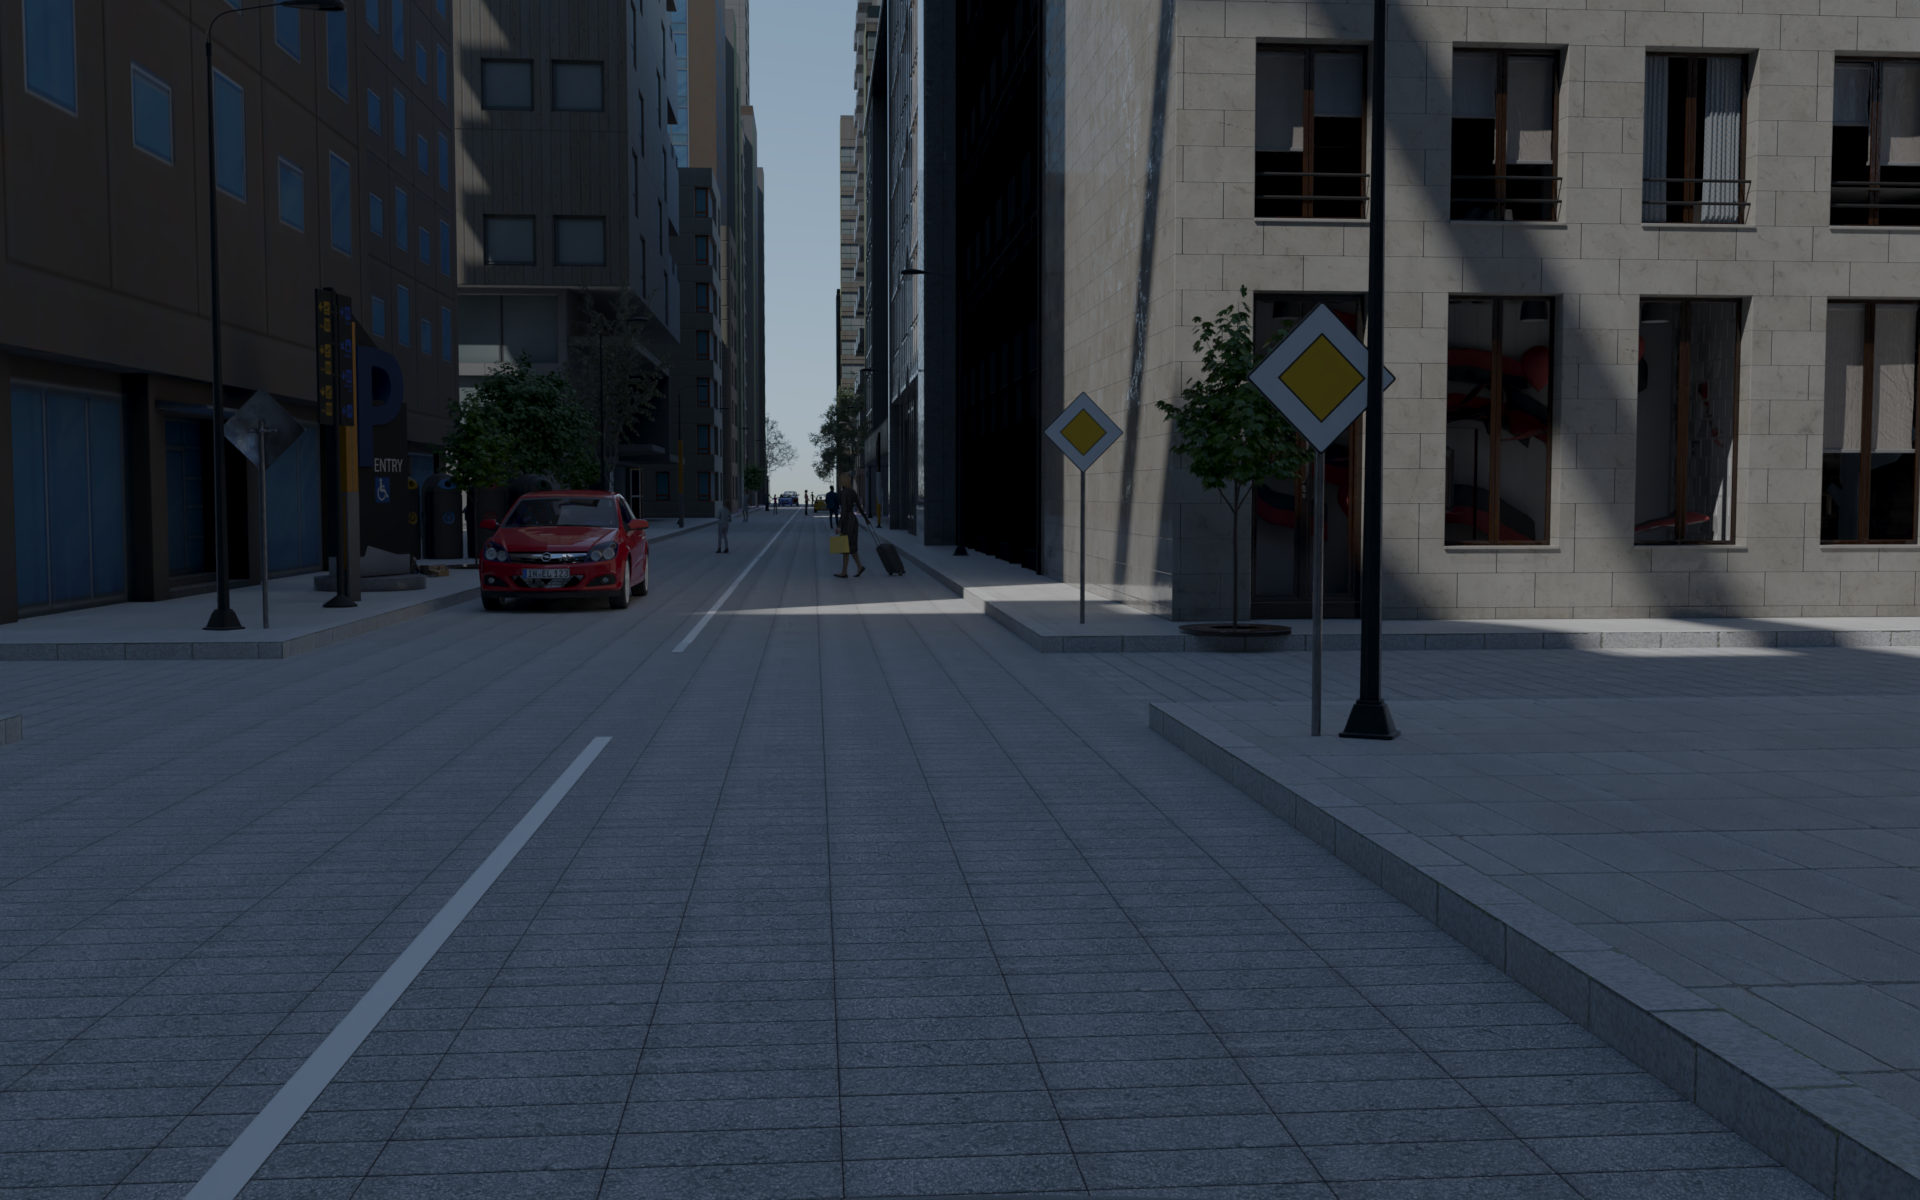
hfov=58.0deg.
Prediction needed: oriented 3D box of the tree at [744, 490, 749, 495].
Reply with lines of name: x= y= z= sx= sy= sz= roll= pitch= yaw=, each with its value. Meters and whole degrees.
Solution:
tree: x=-21.872 y=-10.984 z=174.182 sx=1.663 sy=3.219 sz=1.824 roll=0 pitch=3 yaw=0

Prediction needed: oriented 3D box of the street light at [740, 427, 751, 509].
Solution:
street light: x=-15.376 y=-9.056 z=120.607 sx=1.470 sy=5.913 sz=1.316 roll=0 pitch=4 yaw=-5

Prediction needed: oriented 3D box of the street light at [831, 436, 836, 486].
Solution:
street light: x=-9.478 y=-10.221 z=139.647 sx=1.470 sy=5.913 sz=1.316 roll=0 pitch=4 yaw=-5

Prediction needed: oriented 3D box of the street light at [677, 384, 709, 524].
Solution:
street light: x=-11.311 y=-6.163 z=73.303 sx=1.470 sy=5.913 sz=1.316 roll=0 pitch=4 yaw=-5

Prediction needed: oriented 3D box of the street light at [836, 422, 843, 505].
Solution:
street light: x=-7.083 y=-8.507 z=111.631 sx=1.470 sy=5.913 sz=1.316 roll=0 pitch=4 yaw=-5

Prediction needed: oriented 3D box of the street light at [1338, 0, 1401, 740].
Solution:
street light: x=1.635 y=-2.228 z=8.972 sx=1.470 sy=5.913 sz=1.316 roll=0 pitch=4 yaw=-5

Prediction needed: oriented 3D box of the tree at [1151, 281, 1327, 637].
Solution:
tree: x=2.533 y=-1.296 z=15.795 sx=1.663 sy=3.219 sz=1.824 roll=0 pitch=3 yaw=0

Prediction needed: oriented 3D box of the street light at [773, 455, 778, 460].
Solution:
street light: x=-22.483 y=-14.124 z=203.473 sx=1.470 sy=5.913 sz=1.316 roll=0 pitch=4 yaw=-5

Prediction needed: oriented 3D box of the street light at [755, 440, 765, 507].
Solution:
street light: x=-17.650 y=-10.747 z=148.249 sx=1.470 sy=5.913 sz=1.316 roll=0 pitch=4 yaw=-5

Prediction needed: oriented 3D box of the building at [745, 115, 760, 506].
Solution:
building: x=-28.690 y=-30.433 z=181.169 sx=14.154 sy=41.232 sz=14.086 roll=0 pitch=4 yaw=-5

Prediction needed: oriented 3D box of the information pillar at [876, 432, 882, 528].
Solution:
information pillar: x=-3.086 y=-4.539 z=65.563 sx=0.183 sy=3.616 sz=0.504 roll=-1 pitch=4 yaw=-13

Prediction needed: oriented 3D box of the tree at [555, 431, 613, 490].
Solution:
tree: x=-11.420 y=-3.482 z=51.524 sx=1.663 sy=3.219 sz=1.824 roll=0 pitch=3 yaw=0

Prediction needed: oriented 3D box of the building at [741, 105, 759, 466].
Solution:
building: x=-29.900 y=-33.344 z=195.281 sx=14.600 sy=45.320 sz=14.200 roll=0 pitch=4 yaw=-5

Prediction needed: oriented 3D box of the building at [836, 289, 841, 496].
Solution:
building: x=-10.427 y=-28.878 z=243.850 sx=14.160 sy=30.474 sz=14.107 roll=0 pitch=4 yaw=-5

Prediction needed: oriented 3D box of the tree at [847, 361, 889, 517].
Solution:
tree: x=-4.284 y=-8.871 z=95.399 sx=4.360 sy=8.622 sz=3.978 roll=0 pitch=3 yaw=0

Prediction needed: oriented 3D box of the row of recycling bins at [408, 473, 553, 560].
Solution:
row of recycling bins: x=-9.876 y=-1.674 z=34.476 sx=3.534 sy=1.692 sz=1.069 roll=-2 pitch=4 yaw=-34

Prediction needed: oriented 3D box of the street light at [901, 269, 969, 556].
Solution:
street light: x=-0.523 y=-3.874 z=35.886 sx=1.470 sy=5.913 sz=1.316 roll=0 pitch=4 yaw=-5

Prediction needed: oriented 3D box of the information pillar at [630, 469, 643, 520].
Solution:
information pillar: x=-9.380 y=-2.800 z=50.270 sx=0.304 sy=2.012 sz=0.304 roll=0 pitch=4 yaw=2

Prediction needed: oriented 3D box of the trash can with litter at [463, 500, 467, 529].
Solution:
trash can with litter: x=-12.146 y=-2.013 z=44.304 sx=1.055 sy=1.170 sz=0.624 roll=-2 pitch=4 yaw=-28

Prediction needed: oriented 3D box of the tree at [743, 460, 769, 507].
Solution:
tree: x=-20.017 y=-11.176 z=166.448 sx=4.285 sy=4.588 sz=4.351 roll=0 pitch=3 yaw=0

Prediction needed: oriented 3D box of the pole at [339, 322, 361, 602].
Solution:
pole: x=-7.276 y=-1.637 z=20.610 sx=0.158 sy=3.312 sz=0.155 roll=0 pitch=3 yaw=0

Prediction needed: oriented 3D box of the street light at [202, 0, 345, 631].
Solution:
street light: x=-6.436 y=-2.675 z=16.273 sx=1.470 sy=5.913 sz=1.316 roll=0 pitch=4 yaw=-5

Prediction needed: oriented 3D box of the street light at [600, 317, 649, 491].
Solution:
street light: x=-8.883 y=-4.470 z=45.624 sx=1.470 sy=5.913 sz=1.316 roll=0 pitch=4 yaw=-5

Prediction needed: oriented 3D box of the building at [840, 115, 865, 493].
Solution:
building: x=-6.169 y=-31.012 z=190.647 sx=14.154 sy=41.232 sz=14.086 roll=0 pitch=4 yaw=-5

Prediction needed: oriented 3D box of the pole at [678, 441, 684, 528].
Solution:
pole: x=-10.641 y=-4.416 z=66.043 sx=0.158 sy=3.312 sz=0.155 roll=0 pitch=3 yaw=0

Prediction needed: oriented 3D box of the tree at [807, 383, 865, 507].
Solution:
tree: x=-11.100 y=-15.967 z=178.062 sx=9.611 sy=12.733 sz=9.660 roll=0 pitch=3 yaw=0

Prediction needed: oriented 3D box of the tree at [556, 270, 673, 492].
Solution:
tree: x=-11.606 y=-6.554 z=57.523 sx=4.360 sy=8.622 sz=3.978 roll=0 pitch=3 yaw=0

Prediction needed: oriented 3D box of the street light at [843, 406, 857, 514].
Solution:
street light: x=-5.306 y=-7.290 z=91.740 sx=1.470 sy=5.913 sz=1.316 roll=0 pitch=4 yaw=-5

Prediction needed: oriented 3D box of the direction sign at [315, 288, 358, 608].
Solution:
direction sign: x=-7.045 y=-1.687 z=19.581 sx=0.379 sy=3.537 sz=0.876 roll=0 pitch=4 yaw=4

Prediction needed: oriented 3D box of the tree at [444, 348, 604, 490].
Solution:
tree: x=-9.737 y=-3.377 z=38.923 sx=4.285 sy=4.588 sz=4.351 roll=0 pitch=3 yaw=0

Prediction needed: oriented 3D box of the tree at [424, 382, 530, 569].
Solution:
tree: x=-8.333 y=-2.154 z=29.813 sx=1.663 sy=3.219 sz=1.824 roll=0 pitch=3 yaw=0

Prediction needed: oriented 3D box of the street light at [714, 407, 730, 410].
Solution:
street light: x=-13.015 y=-7.355 z=92.796 sx=1.470 sy=5.913 sz=1.316 roll=0 pitch=4 yaw=-5

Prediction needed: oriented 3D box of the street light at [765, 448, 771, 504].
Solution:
street light: x=-20.054 y=-12.431 z=175.784 sx=1.470 sy=5.913 sz=1.316 roll=0 pitch=4 yaw=-5

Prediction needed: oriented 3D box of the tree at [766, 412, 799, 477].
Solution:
tree: x=-28.055 y=-20.719 z=249.117 sx=12.009 sy=13.543 sz=11.850 roll=0 pitch=3 yaw=0

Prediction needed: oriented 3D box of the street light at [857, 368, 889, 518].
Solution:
street light: x=-2.974 y=-5.600 z=64.104 sx=1.470 sy=5.913 sz=1.316 roll=0 pitch=4 yaw=-5
